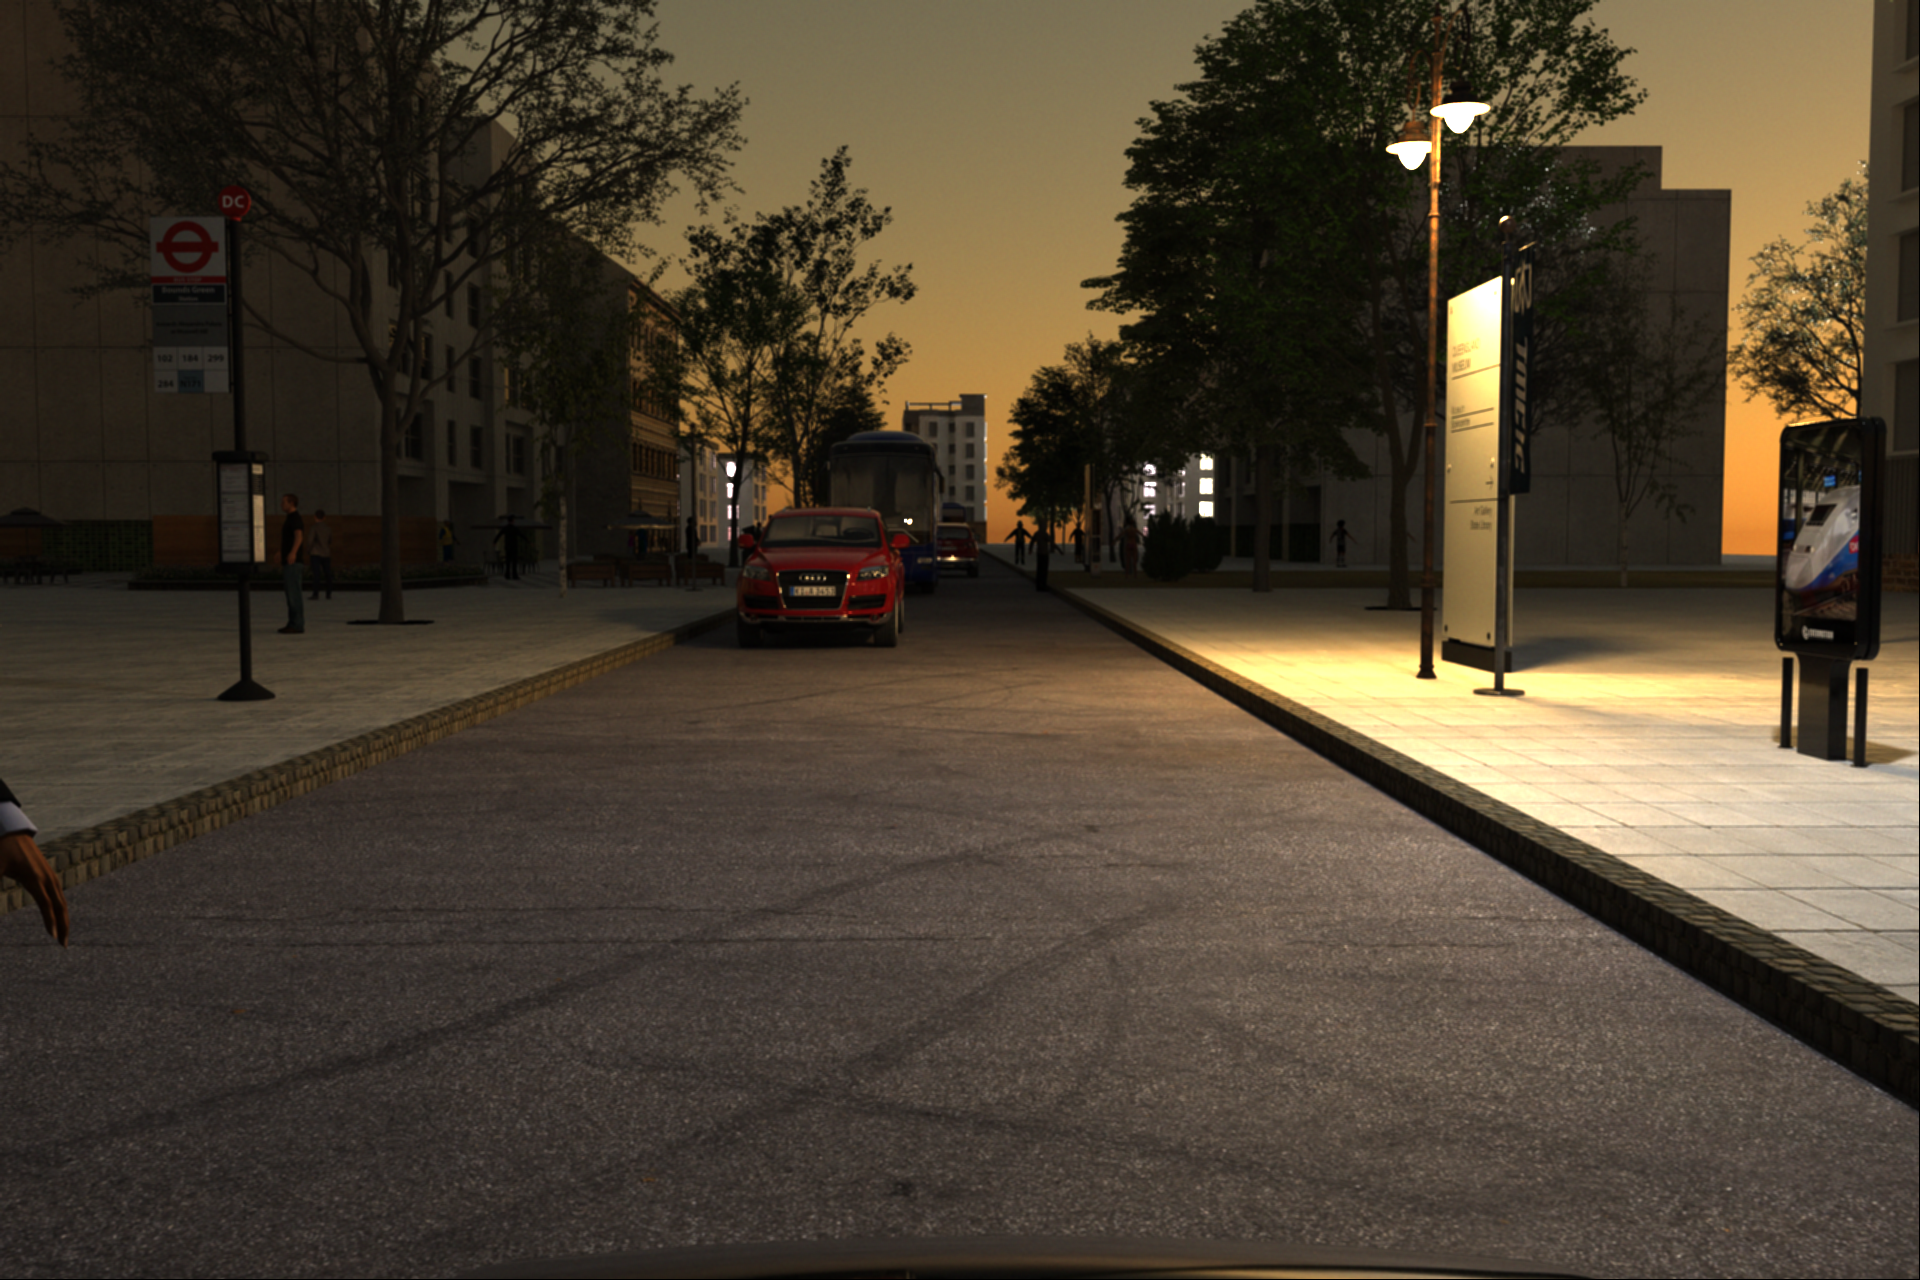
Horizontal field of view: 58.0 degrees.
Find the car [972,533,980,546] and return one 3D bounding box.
[{"bbox_3d":[0.402,-6.700,119.131,1.945,1.707,3.694,0,4,-1],"label":"car"}]

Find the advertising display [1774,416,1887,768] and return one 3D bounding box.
[{"bbox_3d":[4.959,-0.288,9.916,0.123,1.923,0.974,0,4,0],"label":"advertising display"}]

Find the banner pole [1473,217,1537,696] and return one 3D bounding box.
[{"bbox_3d":[4.324,-1.439,13.542,0.401,3.779,0.863,0,4,-1],"label":"banner pole"}]

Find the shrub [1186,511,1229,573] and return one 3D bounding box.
[{"bbox_3d":[7.925,-3.219,56.667,1.661,2.075,1.752,0,3,0],"label":"shrub"}]

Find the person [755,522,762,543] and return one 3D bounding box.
[{"bbox_3d":[-8.594,-4.161,74.305,0.705,1.796,1.348,-2,4,-25],"label":"person"}]

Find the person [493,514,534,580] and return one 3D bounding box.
[{"bbox_3d":[-12.612,-2.619,48.752,1.347,1.837,0.705,1,4,20],"label":"person"}]

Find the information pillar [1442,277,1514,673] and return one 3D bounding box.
[{"bbox_3d":[4.994,-1.552,16.692,0.184,3.620,1.656,0,4,-1],"label":"information pillar"}]

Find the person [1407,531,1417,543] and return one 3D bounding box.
[{"bbox_3d":[18.082,-3.971,70.784,0.705,1.847,1.347,-2,4,-35],"label":"person"}]

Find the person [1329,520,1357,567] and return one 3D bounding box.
[{"bbox_3d":[14.805,-3.733,67.176,0.704,1.843,1.345,-3,4,-37],"label":"person"}]

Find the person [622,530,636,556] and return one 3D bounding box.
[{"bbox_3d":[-13.512,-3.763,70.785,0.599,1.433,0.991,1,4,22],"label":"person"}]

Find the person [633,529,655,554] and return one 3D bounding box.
[{"bbox_3d":[-14.242,-4.380,77.733,1.347,1.817,0.704,3,4,36],"label":"person"}]

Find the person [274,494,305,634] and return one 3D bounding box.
[{"bbox_3d":[-8.677,-0.992,22.429,0.705,1.803,1.348,-2,4,-29],"label":"person"}]

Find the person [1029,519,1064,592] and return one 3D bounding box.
[{"bbox_3d":[2.084,-2.116,43.184,0.705,1.813,1.348,-2,4,-35],"label":"person"}]

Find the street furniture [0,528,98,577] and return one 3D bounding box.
[{"bbox_3d":[-31.369,-2.754,51.883,11.010,1.723,9.812,1,4,8],"label":"street furniture"}]

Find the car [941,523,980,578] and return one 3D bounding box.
[{"bbox_3d":[-0.428,-3.051,58.552,2.281,1.827,5.304,0,4,-1],"label":"car"}]

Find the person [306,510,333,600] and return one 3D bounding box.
[{"bbox_3d":[-12.661,-1.683,34.093,0.617,1.759,0.750,-3,5,-42],"label":"person"}]

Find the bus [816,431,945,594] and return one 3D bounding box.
[{"bbox_3d":[-1.784,-3.258,44.821,2.896,3.916,12.251,0,3,0],"label":"bus"}]

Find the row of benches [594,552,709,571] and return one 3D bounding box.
[{"bbox_3d":[-10.793,-2.733,60.151,4.104,0.672,1.422,-2,4,-26],"label":"row of benches"}]

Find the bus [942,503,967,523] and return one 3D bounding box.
[{"bbox_3d":[-0.818,-8.841,136.095,2.896,3.916,12.251,0,4,0],"label":"bus"}]

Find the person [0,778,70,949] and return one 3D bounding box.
[{"bbox_3d":[-1.728,0.433,2.093,1.216,1.740,0.721,-1,4,-13],"label":"person"}]

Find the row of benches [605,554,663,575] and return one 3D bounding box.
[{"bbox_3d":[-9.961,-2.296,53.010,1.422,0.672,4.104,-2,4,-28],"label":"row of benches"}]

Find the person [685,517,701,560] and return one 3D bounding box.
[{"bbox_3d":[-8.171,-2.854,52.845,0.705,1.806,1.347,-1,4,-21],"label":"person"}]

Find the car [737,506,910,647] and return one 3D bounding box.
[{"bbox_3d":[-1.811,-0.912,23.589,2.281,1.827,5.304,0,4,0],"label":"car"}]

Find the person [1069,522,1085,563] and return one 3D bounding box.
[{"bbox_3d":[5.283,-4.319,76.750,1.346,1.812,0.704,-3,5,-40],"label":"person"}]

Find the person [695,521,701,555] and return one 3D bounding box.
[{"bbox_3d":[-9.961,-3.598,65.053,0.704,1.802,1.346,-1,4,-19],"label":"person"}]

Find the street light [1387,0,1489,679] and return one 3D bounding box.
[{"bbox_3d":[4.153,-2.596,15.240,0.468,5.910,1.993,0,4,-1],"label":"street light"}]

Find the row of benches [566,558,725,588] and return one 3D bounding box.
[{"bbox_3d":[-7.825,-1.664,42.665,4.104,0.672,1.422,-2,4,-31],"label":"row of benches"}]

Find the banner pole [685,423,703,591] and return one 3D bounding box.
[{"bbox_3d":[-6.025,-3.017,39.344,0.401,3.779,0.863,0,4,-1],"label":"banner pole"}]

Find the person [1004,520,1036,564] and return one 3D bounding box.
[{"bbox_3d":[2.536,-4.128,73.272,1.354,1.856,0.705,0,4,5],"label":"person"}]

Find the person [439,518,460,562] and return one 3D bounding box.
[{"bbox_3d":[-17.535,-3.263,59.325,0.705,1.833,1.349,1,4,11],"label":"person"}]

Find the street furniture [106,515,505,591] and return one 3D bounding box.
[{"bbox_3d":[-15.418,-2.103,41.231,11.010,1.723,9.812,0,4,7],"label":"street furniture"}]

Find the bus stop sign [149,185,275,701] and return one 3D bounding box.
[{"bbox_3d":[-5.775,-1.508,13.366,0.855,3.939,0.416,0,4,0],"label":"bus stop sign"}]

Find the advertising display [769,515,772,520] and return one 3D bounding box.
[{"bbox_3d":[-6.351,-3.264,58.588,0.123,1.923,0.974,0,4,1],"label":"advertising display"}]

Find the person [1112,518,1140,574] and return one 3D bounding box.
[{"bbox_3d":[5.395,-3.025,55.646,1.347,1.806,0.705,-3,5,-44],"label":"person"}]

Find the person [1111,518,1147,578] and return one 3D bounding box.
[{"bbox_3d":[4.983,-2.661,50.305,1.217,1.733,0.721,0,4,8],"label":"person"}]

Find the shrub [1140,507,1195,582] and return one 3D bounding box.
[{"bbox_3d":[5.612,-2.595,46.843,1.690,2.028,1.600,0,3,0],"label":"shrub"}]
